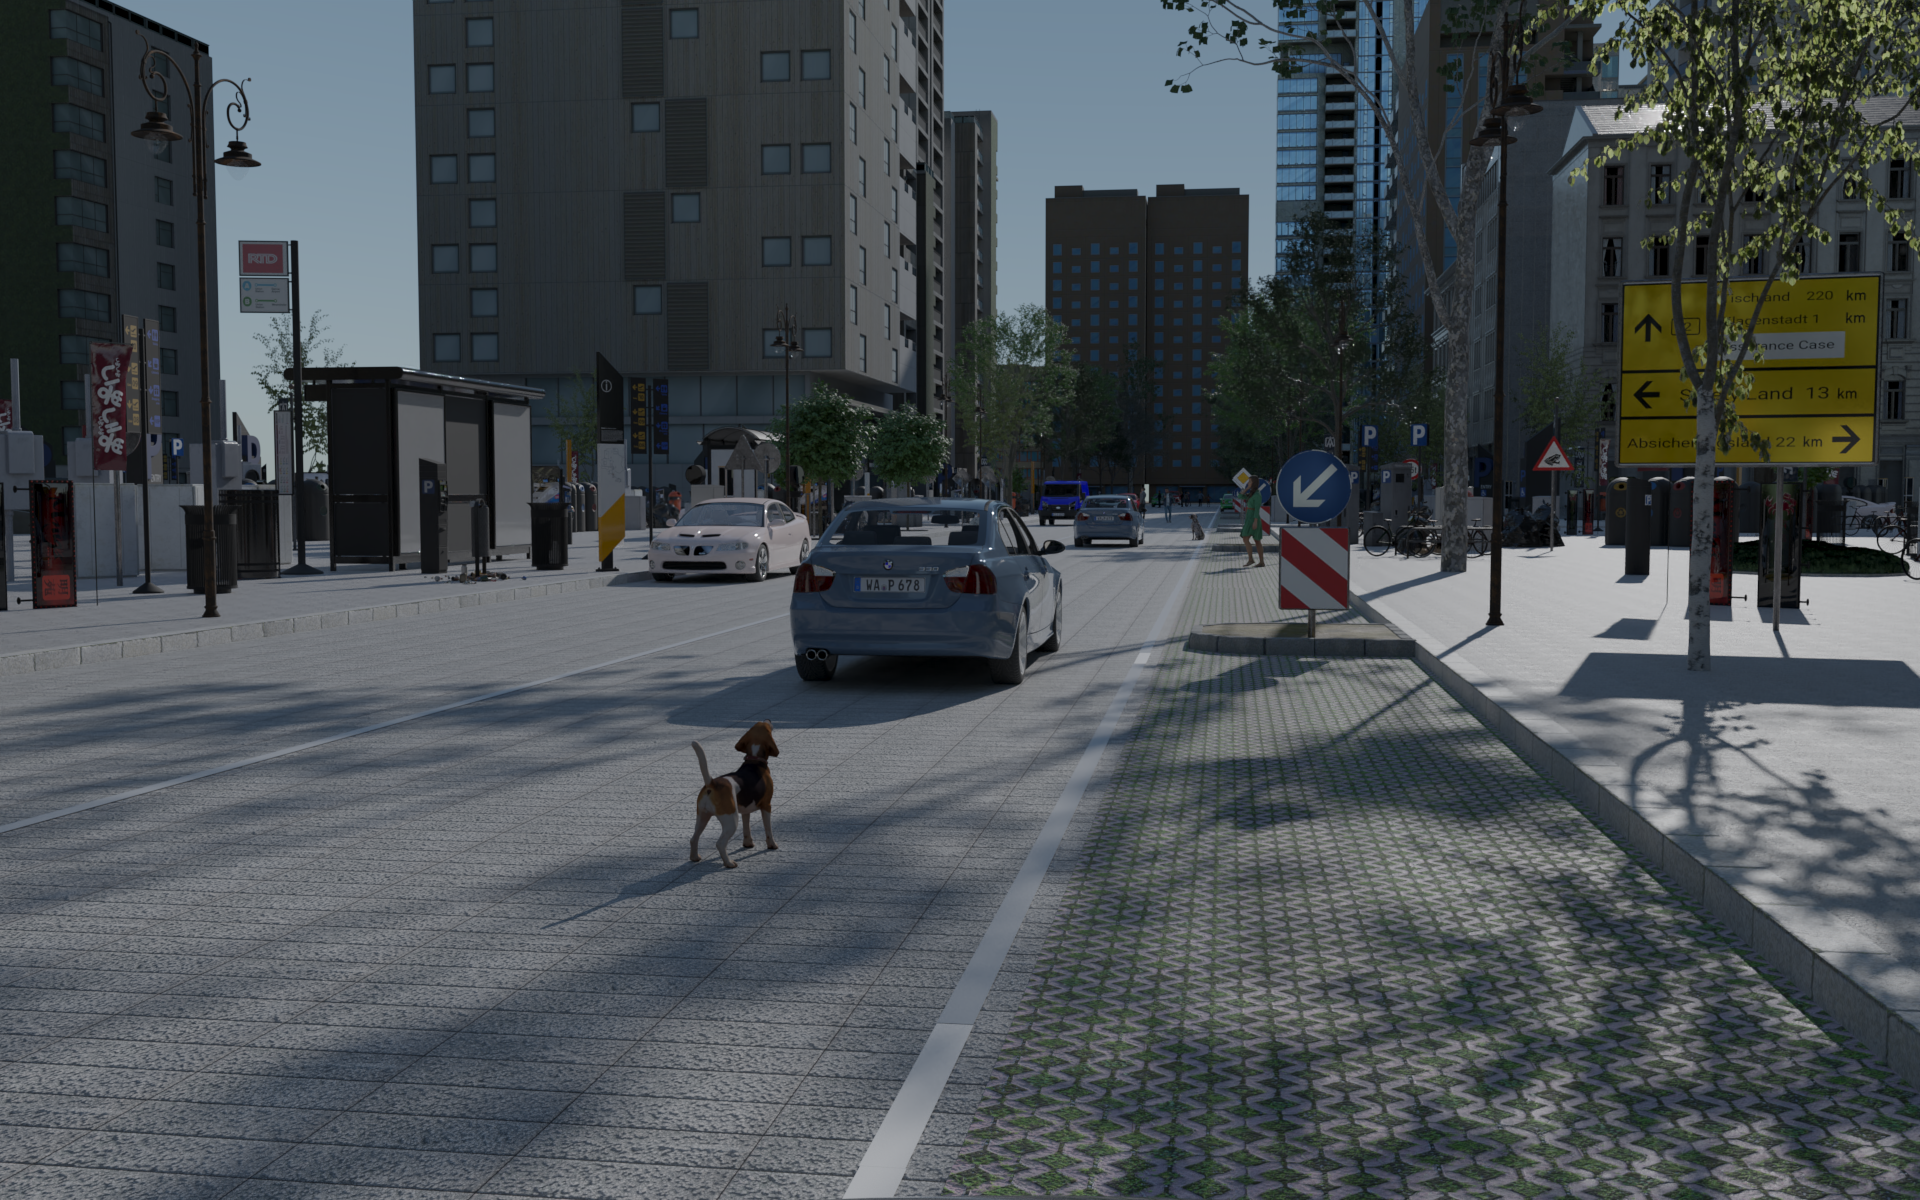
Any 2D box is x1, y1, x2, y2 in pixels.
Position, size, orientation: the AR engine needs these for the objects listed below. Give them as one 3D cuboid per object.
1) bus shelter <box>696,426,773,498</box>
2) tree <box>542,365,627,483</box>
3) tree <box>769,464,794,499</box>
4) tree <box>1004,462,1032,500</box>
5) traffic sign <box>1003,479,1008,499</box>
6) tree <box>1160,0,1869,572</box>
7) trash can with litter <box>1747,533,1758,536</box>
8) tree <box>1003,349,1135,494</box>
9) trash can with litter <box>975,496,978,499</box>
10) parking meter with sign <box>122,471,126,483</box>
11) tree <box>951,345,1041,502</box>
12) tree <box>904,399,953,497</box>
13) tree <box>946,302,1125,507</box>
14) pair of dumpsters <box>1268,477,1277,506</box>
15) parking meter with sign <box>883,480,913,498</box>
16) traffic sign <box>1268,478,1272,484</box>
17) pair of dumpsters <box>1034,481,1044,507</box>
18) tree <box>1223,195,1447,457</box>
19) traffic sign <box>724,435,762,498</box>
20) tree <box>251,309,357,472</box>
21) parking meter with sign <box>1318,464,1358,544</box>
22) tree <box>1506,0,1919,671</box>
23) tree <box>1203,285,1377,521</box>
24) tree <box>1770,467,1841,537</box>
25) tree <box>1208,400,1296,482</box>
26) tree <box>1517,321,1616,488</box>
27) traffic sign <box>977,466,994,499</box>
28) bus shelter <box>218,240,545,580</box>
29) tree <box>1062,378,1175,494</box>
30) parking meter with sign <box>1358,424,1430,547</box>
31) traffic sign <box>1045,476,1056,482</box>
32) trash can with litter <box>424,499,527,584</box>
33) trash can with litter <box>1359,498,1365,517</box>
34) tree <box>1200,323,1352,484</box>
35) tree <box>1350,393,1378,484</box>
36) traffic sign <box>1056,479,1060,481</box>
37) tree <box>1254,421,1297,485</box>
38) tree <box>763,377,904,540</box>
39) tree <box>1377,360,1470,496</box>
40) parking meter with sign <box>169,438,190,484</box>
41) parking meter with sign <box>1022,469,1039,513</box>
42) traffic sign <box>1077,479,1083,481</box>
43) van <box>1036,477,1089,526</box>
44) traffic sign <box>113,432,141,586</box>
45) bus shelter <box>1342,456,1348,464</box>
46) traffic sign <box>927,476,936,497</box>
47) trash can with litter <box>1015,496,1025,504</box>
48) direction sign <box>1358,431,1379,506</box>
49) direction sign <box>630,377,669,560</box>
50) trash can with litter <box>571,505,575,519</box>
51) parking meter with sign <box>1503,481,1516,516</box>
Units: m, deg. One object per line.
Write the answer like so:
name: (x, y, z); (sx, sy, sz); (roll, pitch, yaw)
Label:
bus shelter: (-6.489, -3.712, 54.612); (2.014, 3.302, 5.546); (1, 4, 9)
tree: (-20.723, -8.915, 96.126); (4.737, 8.622, 4.395); (0, 3, 0)
tree: (-9.794, -6.515, 101.128); (1.663, 3.219, 1.824); (0, 3, 0)
tree: (3.435, -6.547, 101.637); (1.663, 3.219, 1.824); (0, 3, 0)
traffic sign: (3.143, -7.255, 119.806); (0.795, 2.450, 0.064); (1, 4, 18)
tree: (8.332, -10.621, 29.535); (12.611, 20.169, 13.585); (0, 3, 0)
trash can with litter: (24.765, -2.553, 52.795); (1.678, 1.210, 2.233); (2, 4, 34)
tree: (6.434, -10.898, 112.596); (8.767, 10.594, 7.601); (2, 4, 24)
trash can with litter: (1.067, -8.089, 143.639); (0.624, 1.170, 1.055); (-3, 5, -42)
parking meter with sign: (-47.134, -6.107, 96.105); (1.738, 3.016, 0.543); (0, 4, 4)
tree: (1.810, -8.219, 84.735); (4.737, 8.622, 4.395); (0, 3, 0)
tree: (-1.892, -4.670, 60.063); (4.285, 4.588, 4.351); (0, 3, 0)
tree: (2.822, -10.229, 93.006); (9.928, 11.665, 9.643); (0, 3, 0)
pair of dumpsters: (19.095, -6.180, 103.540); (1.574, 2.255, 4.437); (1, 4, 9)
parking meter with sign: (-2.948, -5.019, 78.325); (1.738, 3.016, 0.543); (1, 4, 13)
traffic sign: (24.061, -8.195, 133.995); (0.884, 2.594, 0.081); (1, 4, 12)
pair of dumpsters: (5.433, -7.524, 125.518); (1.574, 2.255, 4.437); (1, 4, 9)
tree: (11.749, -7.343, 54.473); (7.601, 10.594, 8.767); (1, 4, 19)
traffic sign: (-4.741, -2.313, 37.816); (0.884, 2.594, 0.081); (1, 4, 13)
tree: (-25.637, -7.203, 68.131); (4.737, 8.622, 4.395); (0, 3, 0)
parking meter with sign: (9.894, -2.949, 44.473); (0.543, 3.016, 1.738); (-2, 4, -30)
tree: (5.619, -3.790, 12.326); (4.360, 8.622, 3.978); (0, 3, 0)
tree: (17.889, -10.140, 91.547); (9.928, 11.665, 9.643); (0, 3, 0)
tree: (22.189, -3.124, 45.677); (1.663, 3.219, 1.824); (0, 3, 0)
tree: (29.188, -15.315, 167.412); (9.611, 12.733, 9.660); (0, 3, 0)
tree: (25.221, -7.493, 72.865); (4.737, 8.622, 4.395); (0, 3, 0)
traffic sign: (1.152, -4.757, 77.889); (0.768, 2.556, 0.104); (1, 4, 10)
bus shelter: (-9.918, -3.203, 29.998); (2.179, 5.291, 8.768); (1, 4, 9)
tree: (15.839, -16.495, 180.060); (12.009, 13.543, 11.850); (0, 3, 0)
parking meter with sign: (10.723, -2.840, 42.690); (1.738, 3.016, 0.543); (-2, 4, -31)
traffic sign: (6.323, -7.420, 121.430); (0.768, 2.556, 0.104); (1, 4, 10)
trash can with litter: (-7.294, -0.893, 25.651); (1.678, 1.210, 2.233); (0, 4, -4)
trash can with litter: (19.627, -4.452, 84.178); (1.055, 1.170, 0.624); (0, 4, 4)
tree: (20.931, -12.656, 113.573); (9.857, 13.997, 8.962); (0, 3, 0)
tree: (29.748, -10.440, 121.052); (4.737, 8.622, 4.395); (0, 3, 0)
traffic sign: (8.384, -9.069, 148.376); (0.768, 2.556, 0.104); (1, 4, 17)
tree: (23.274, -10.940, 129.230); (4.737, 8.622, 4.395); (0, 3, 0)
tree: (-3.841, -3.974, 48.689); (4.285, 4.588, 4.351); (0, 3, 0)
tree: (24.923, -8.733, 93.150); (4.737, 8.622, 4.395); (0, 3, 0)
parking meter with sign: (-23.693, -3.533, 54.023); (1.738, 3.016, 0.543); (1, 4, 14)
parking meter with sign: (4.629, -7.590, 120.355); (1.738, 3.016, 0.543); (0, 4, 7)
traffic sign: (9.866, -8.729, 142.829); (0.768, 2.556, 0.104); (1, 4, 13)
van: (4.825, -4.611, 79.774); (2.240, 2.365, 5.245); (1, 4, 10)
traffic sign: (-11.725, -1.467, 24.093); (0.768, 2.556, 0.104); (1, 4, 14)
bus shelter: (22.122, -6.857, 103.388); (1.731, 3.624, 6.357); (1, 4, 9)
traffic sign: (-1.543, -5.140, 84.138); (0.768, 2.556, 0.104); (1, 4, 13)
trash can with litter: (3.294, -5.403, 99.718); (1.055, 1.170, 0.624); (-2, 4, -27)
direction sign: (14.638, -4.291, 62.163); (0.876, 3.537, 0.379); (-2, 4, -23)
direction sign: (-6.060, -2.563, 33.902); (0.379, 3.537, 0.876); (3, 5, 45)
trash can with litter: (-15.731, -3.478, 68.250); (0.624, 1.170, 1.055); (-3, 4, -39)
parking meter with sign: (31.438, -6.286, 99.033); (1.738, 3.016, 0.543); (1, 4, 22)
